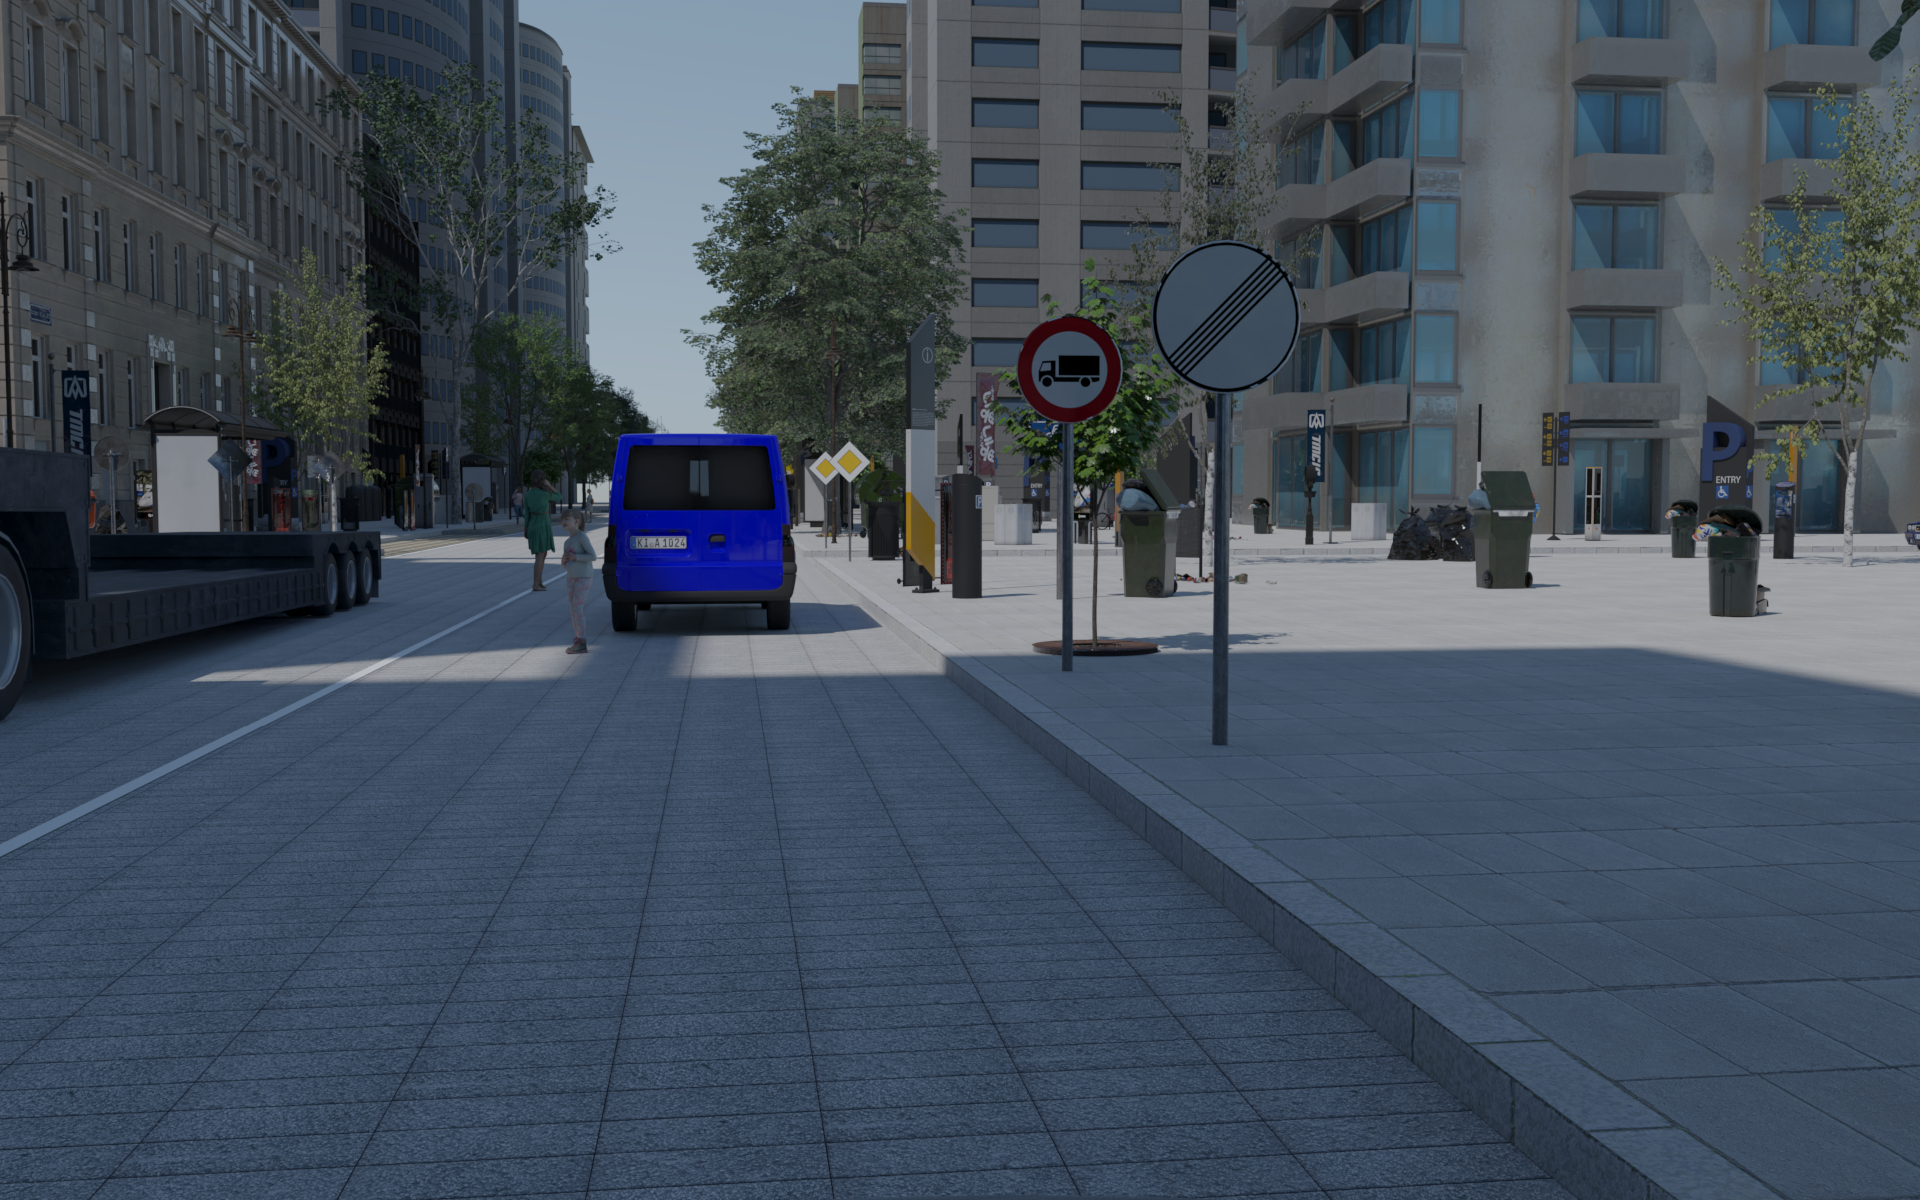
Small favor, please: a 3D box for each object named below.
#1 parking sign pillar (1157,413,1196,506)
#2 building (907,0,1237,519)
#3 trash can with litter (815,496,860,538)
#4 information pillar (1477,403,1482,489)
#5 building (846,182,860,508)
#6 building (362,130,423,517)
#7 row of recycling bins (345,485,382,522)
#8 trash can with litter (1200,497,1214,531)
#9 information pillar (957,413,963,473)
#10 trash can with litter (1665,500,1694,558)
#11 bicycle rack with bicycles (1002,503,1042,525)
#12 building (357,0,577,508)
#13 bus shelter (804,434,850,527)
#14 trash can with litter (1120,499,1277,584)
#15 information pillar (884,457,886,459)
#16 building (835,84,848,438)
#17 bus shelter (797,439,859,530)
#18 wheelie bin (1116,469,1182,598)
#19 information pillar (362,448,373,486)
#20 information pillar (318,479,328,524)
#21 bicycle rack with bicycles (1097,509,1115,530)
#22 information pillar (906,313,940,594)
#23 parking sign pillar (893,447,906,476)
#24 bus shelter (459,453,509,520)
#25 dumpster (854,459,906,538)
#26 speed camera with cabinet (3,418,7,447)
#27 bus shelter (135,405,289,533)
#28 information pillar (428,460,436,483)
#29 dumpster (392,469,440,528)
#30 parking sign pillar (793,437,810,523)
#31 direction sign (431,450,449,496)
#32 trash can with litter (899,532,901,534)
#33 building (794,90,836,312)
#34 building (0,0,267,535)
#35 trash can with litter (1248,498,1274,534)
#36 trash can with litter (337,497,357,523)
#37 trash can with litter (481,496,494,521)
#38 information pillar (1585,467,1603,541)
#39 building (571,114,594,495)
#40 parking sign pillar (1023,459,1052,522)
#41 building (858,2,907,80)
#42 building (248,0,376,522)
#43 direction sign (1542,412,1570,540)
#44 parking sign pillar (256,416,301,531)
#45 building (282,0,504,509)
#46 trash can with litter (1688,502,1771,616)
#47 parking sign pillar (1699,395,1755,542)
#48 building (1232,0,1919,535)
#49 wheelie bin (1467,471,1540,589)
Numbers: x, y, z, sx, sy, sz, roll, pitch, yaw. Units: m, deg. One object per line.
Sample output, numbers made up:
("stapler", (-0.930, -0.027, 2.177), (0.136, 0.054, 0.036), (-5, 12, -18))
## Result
("parking sign pillar", (7.222, -4.244, 57.869), (1.447, 3.967, 1.447), (3, 4, 39))
("building", (7.378, -34.235, 101.736), (21.231, 58.520, 28.212), (0, 4, -8))
("trash can with litter", (-3.577, -2.513, 52.140), (1.678, 1.210, 2.233), (2, 4, 26))
("information pillar", (13.494, -3.284, 45.047), (0.183, 3.616, 0.504), (1, 4, 15))
("building", (-3.791, -23.952, 163.311), (14.160, 30.474, 14.107), (0, 4, -8))
("building", (-39.510, -16.658, 102.044), (12.332, 23.373, 15.834), (0, 4, -8))
("row of recycling bins", (-28.144, -4.572, 81.861), (1.069, 1.692, 3.534), (0, 4, -2))
("trash can with litter", (8.786, -2.971, 59.963), (0.624, 1.170, 1.055), (-2, 4, -34))
("information pillar", (0.004, -3.623, 50.594), (0.183, 3.616, 0.504), (-1, 4, -10))
("trash can with litter", (14.583, -1.445, 35.012), (0.624, 1.170, 1.055), (1, 4, 22))
("bicycle rack with bicycles", (2.312, -3.551, 71.439), (2.852, 0.926, 2.925), (0, 4, 6))
("building", (-59.789, -41.132, 214.514), (21.231, 58.520, 28.212), (0, 4, -8))
("bus shelter", (-5.450, -4.867, 70.866), (1.731, 3.624, 6.357), (0, 4, -8))
("trash can with litter", (3.562, -0.869, 25.270), (1.678, 1.210, 2.233), (-3, 5, -44))
("information pillar", (-4.824, -7.264, 110.126), (0.183, 3.616, 0.504), (1, 4, 14))
("building", (-5.809, -30.178, 177.003), (14.154, 41.232, 14.086), (0, 4, -8))
("bus shelter", (-4.889, -4.282, 63.939), (2.014, 3.302, 5.546), (0, 4, -8))
("wheelie bin", (2.341, -0.839, 21.634), (0.693, 1.594, 0.980), (2, 4, 24))
("information pillar", (-29.755, -5.847, 86.958), (0.504, 3.616, 0.183), (-1, 4, -10))
("information pillar", (-27.720, -4.334, 75.356), (0.304, 2.012, 0.304), (1, 4, 8))
("bicycle rack with bicycles", (6.661, -2.995, 62.356), (2.925, 0.926, 2.852), (2, 4, 35))
("information pillar", (-0.497, -1.895, 22.335), (0.183, 3.616, 0.504), (3, 5, 40))
("parking sign pillar", (-1.941, -4.695, 65.243), (1.447, 3.967, 1.447), (3, 5, 44))
("bus shelter", (-24.479, -5.804, 88.816), (2.014, 3.302, 5.546), (0, 4, -8))
("dumpster", (-2.210, -2.875, 49.499), (1.502, 2.255, 1.985), (0, 4, -8))
("speed camera with cabinet", (-25.520, -3.093, 44.911), (2.038, 3.252, 0.660), (0, 4, -7))
("bus shelter", (-18.121, -2.959, 42.305), (2.014, 3.302, 5.546), (0, 4, -7))
("information pillar", (-32.591, -7.068, 106.915), (0.504, 3.616, 0.183), (1, 4, 13))
("dumpster", (-20.705, -3.879, 65.917), (1.502, 2.255, 1.985), (0, 4, -8))
("parking sign pillar", (-7.114, -5.424, 77.148), (1.447, 3.967, 1.447), (-1, 4, -15))
("direction sign", (-26.794, -5.954, 89.345), (0.876, 3.537, 0.379), (-2, 4, -26))
("trash can with litter", (-1.820, -2.586, 53.674), (1.055, 1.170, 0.624), (1, 4, 11))
("building", (-14.174, -43.940, 260.420), (21.231, 58.520, 28.212), (0, 4, -8))
("building", (-32.177, -15.853, 56.466), (12.463, 27.353, 25.104), (0, 4, -8))
("trash can with litter", (9.737, -2.719, 55.851), (0.624, 1.170, 1.055), (2, 4, 27))
("trash can with litter", (-27.582, -4.069, 77.915), (1.055, 1.170, 0.624), (-1, 4, -22))
("trash can with litter", (-22.434, -4.285, 81.440), (1.055, 1.170, 0.624), (2, 4, 31))
("information pillar", (17.286, -2.616, 47.258), (0.304, 2.012, 0.304), (-1, 4, -20))
("building", (-66.263, -39.917, 241.873), (28.713, 52.752, 27.495), (0, 4, -8))
("parking sign pillar", (3.587, -5.660, 81.017), (1.447, 3.967, 1.447), (3, 5, 42))
("building", (-1.803, -28.468, 149.053), (14.154, 41.232, 14.086), (0, 4, -8))
("building", (-36.288, -17.386, 81.523), (12.463, 27.353, 25.104), (0, 4, -8))
("direction sign", (16.484, -3.424, 47.979), (0.379, 3.537, 0.876), (-2, 4, -34))
("parking sign pillar", (-23.453, -4.343, 59.484), (1.447, 3.967, 1.447), (1, 4, 11))
("building", (-50.958, -37.333, 152.388), (21.231, 58.520, 28.212), (0, 4, -8))
("trash can with litter", (8.220, -0.428, 18.383), (0.624, 1.170, 1.055), (3, 4, 37))
("parking sign pillar", (20.738, -3.570, 46.846), (1.447, 3.967, 1.447), (-3, 4, -37))
("building", (25.483, -27.178, 63.968), (30.456, 49.044, 23.786), (0, 4, -8))
("wheelie bin", (7.371, -0.962, 23.630), (0.980, 1.594, 0.693), (0, 4, -8))
